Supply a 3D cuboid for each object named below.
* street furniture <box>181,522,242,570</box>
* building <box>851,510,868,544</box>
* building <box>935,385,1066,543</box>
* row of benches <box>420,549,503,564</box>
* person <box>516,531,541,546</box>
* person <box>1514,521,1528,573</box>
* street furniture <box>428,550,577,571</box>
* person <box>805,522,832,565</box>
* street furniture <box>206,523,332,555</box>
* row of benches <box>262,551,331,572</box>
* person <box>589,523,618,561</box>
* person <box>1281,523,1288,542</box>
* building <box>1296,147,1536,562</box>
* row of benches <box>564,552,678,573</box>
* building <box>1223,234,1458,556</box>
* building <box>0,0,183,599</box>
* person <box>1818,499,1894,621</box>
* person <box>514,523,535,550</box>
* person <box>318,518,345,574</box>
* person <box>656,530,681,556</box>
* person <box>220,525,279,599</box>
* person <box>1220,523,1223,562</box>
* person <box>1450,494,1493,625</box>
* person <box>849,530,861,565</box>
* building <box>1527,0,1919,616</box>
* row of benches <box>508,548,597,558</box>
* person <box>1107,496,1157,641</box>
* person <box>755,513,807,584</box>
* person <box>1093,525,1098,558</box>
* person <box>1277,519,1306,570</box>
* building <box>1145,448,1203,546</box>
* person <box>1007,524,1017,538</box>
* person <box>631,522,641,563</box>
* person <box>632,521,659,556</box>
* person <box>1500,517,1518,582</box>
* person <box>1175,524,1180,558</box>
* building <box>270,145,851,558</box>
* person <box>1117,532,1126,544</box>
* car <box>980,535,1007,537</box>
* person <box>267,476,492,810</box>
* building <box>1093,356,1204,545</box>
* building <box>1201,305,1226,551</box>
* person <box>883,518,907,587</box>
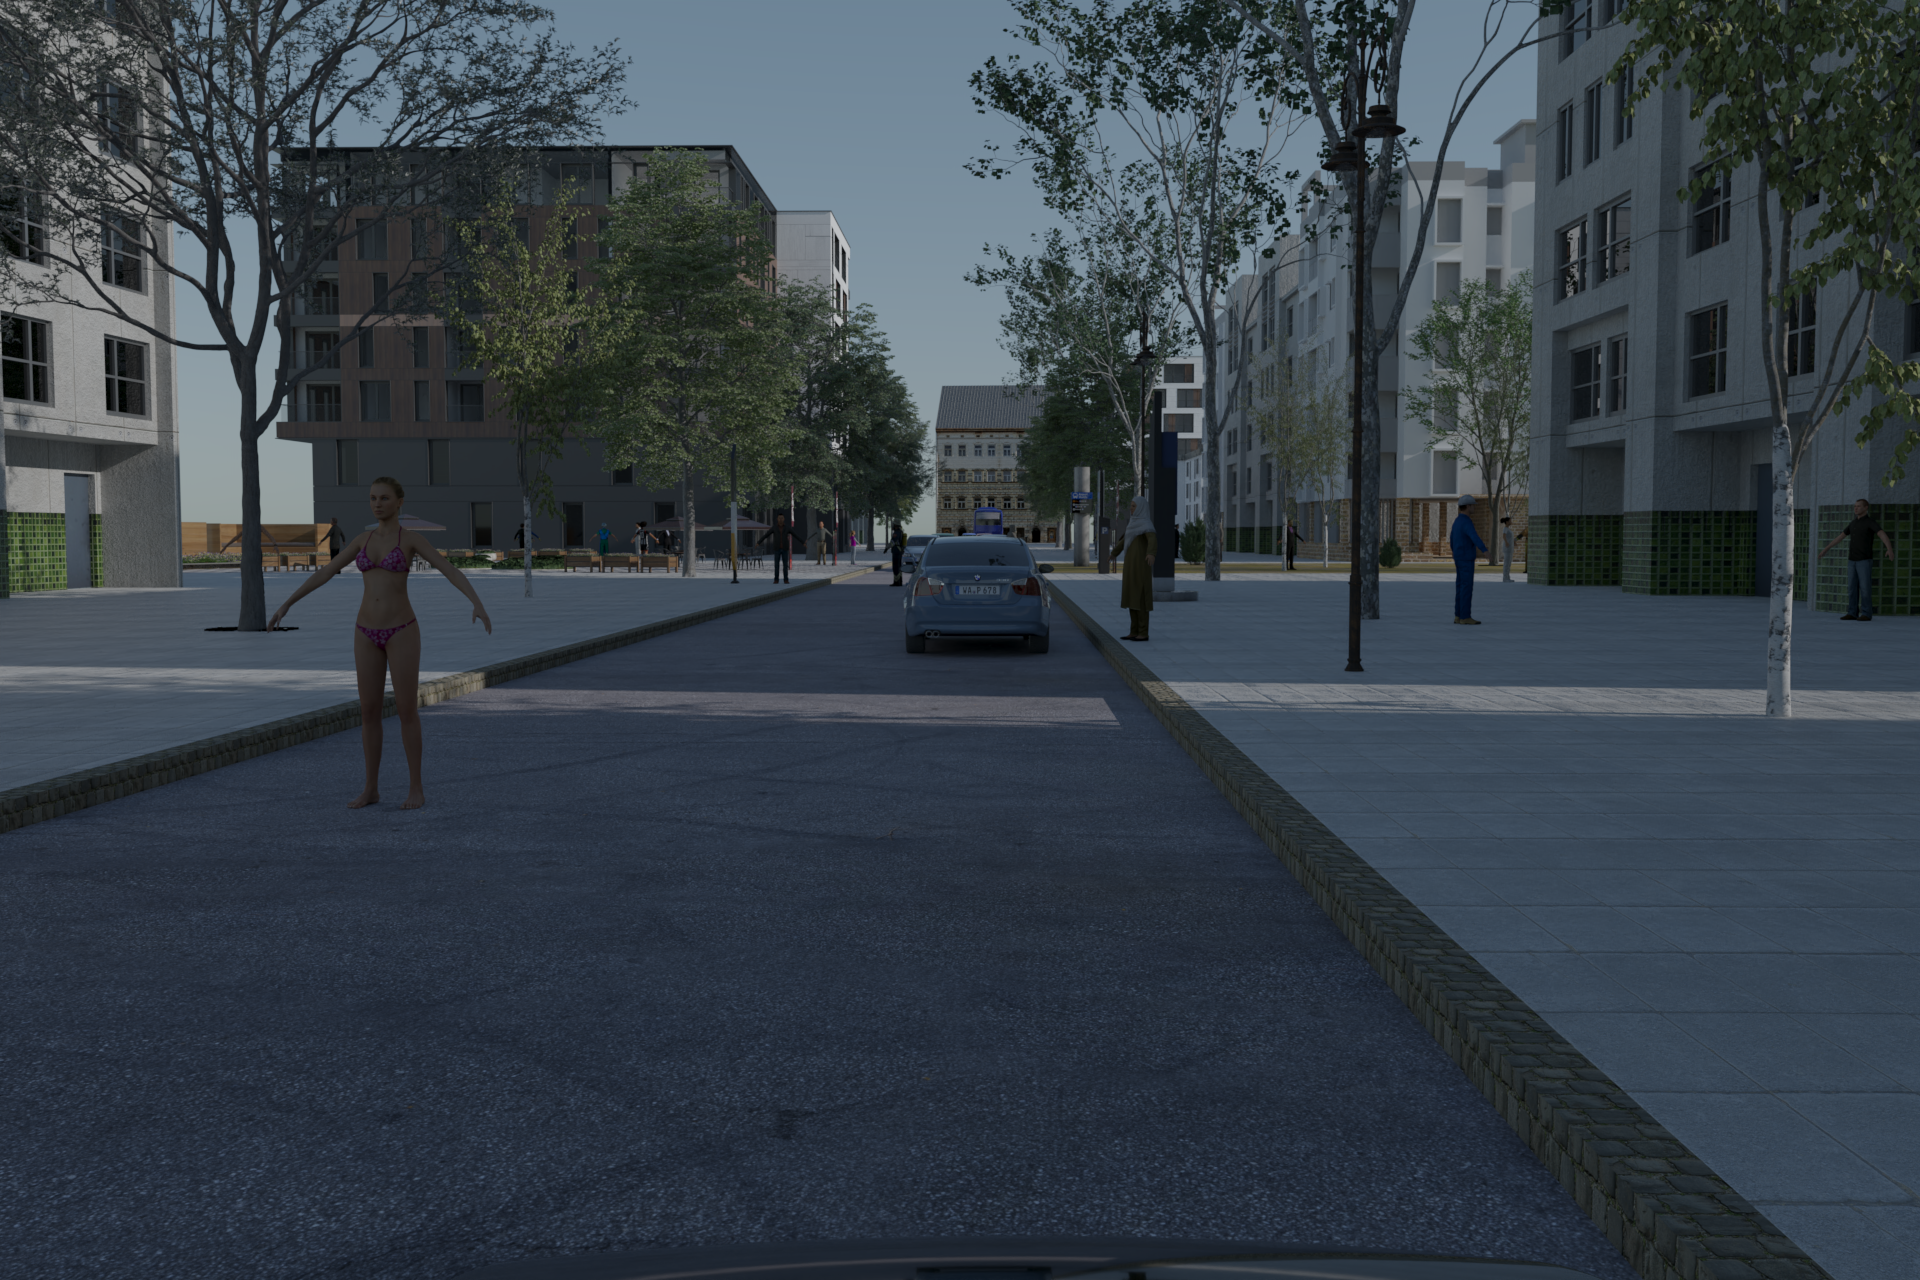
[{"bbox_3d":[-29.513,-3.481,63.762,9.812,1.723,11.010,1,4,16],"label":"street furniture"},{"bbox_3d":[-21.350,-21.653,220.485,16.747,18.905,31.486,0,4,2],"label":"building"},{"bbox_3d":[6.369,-25.717,253.858,18.063,23.208,19.493,0,4,5],"label":"building"},{"bbox_3d":[-20.937,-3.488,72.491,4.104,0.672,1.422,2,4,26],"label":"row of benches"},{"bbox_3d":[-21.582,-4.902,86.614,1.216,1.772,0.721,0,4,-8],"label":"person"},{"bbox_3d":[18.610,-3.101,56.462,1.354,1.858,0.705,0,4,-6],"label":"person"},{"bbox_3d":[-16.759,-3.071,65.831,5.734,0.657,10.072,0,4,-3],"label":"street furniture"},{"bbox_3d":[-5.773,-4.024,72.060,1.348,1.796,0.705,1,4,12],"label":"person"},{"bbox_3d":[-30.977,-4.183,75.241,11.010,1.723,9.812,0,4,0],"label":"street furniture"},{"bbox_3d":[-23.028,-2.711,59.790,1.422,0.672,4.104,1,4,19],"label":"row of benches"},{"bbox_3d":[-16.877,-4.647,82.098,1.347,1.817,0.704,-1,4,-20],"label":"person"},{"bbox_3d":[15.080,-4.513,79.636,0.705,1.847,1.347,2,4,30],"label":"person"},{"bbox_3d":[23.159,-14.368,91.335,16.016,20.090,11.380,0,4,2],"label":"building"},{"bbox_3d":[-11.397,-2.588,57.782,4.104,0.672,1.422,1,4,19],"label":"row of benches"},{"bbox_3d":[27.386,-14.943,110.775,16.747,18.905,31.486,0,4,1],"label":"building"},{"bbox_3d":[-27.470,-9.737,25.660,16.747,18.905,31.486,0,4,1],"label":"building"},{"bbox_3d":[13.305,-1.188,25.635,0.705,1.803,1.348,-1,4,-18],"label":"person"},{"bbox_3d":[-21.265,-4.779,84.321,1.347,1.806,0.705,2,4,31],"label":"person"},{"bbox_3d":[-19.942,-2.996,55.160,0.705,1.807,1.348,1,4,15],"label":"person"},{"bbox_3d":[-11.882,-3.898,70.453,0.721,1.740,1.216,3,5,45],"label":"person"},{"bbox_3d":[-12.737,-1.486,31.100,1.217,1.737,0.721,1,4,16],"label":"person"},{"bbox_3d":[11.874,-4.484,79.440,0.705,1.813,1.348,0,4,-5],"label":"person"},{"bbox_3d":[7.223,-1.149,24.664,0.705,1.842,1.347,0,4,-5],"label":"person"},{"bbox_3d":[-4.388,-3.843,72.093,0.599,1.433,0.991,-2,4,-30],"label":"person"},{"bbox_3d":[22.595,-9.883,28.040,16.747,18.905,31.486,0,4,1],"label":"building"},{"bbox_3d":[-17.633,-3.654,75.201,4.104,0.672,1.422,1,4,15],"label":"row of benches"},{"bbox_3d":[2.064,-0.858,20.798,0.721,1.736,1.217,-1,4,-19],"label":"person"},{"bbox_3d":[-4.618,-2.364,44.715,1.348,1.821,0.705,0,4,-6],"label":"person"},{"bbox_3d":[7.336,-5.231,91.488,0.705,1.833,1.349,-1,4,-15],"label":"person"},{"bbox_3d":[11.761,-3.392,61.678,1.346,1.802,0.704,-2,4,-33],"label":"person"},{"bbox_3d":[24.468,-14.757,183.425,9.099,9.664,28.070,0,4,1],"label":"building"},{"bbox_3d":[2.086,-3.655,68.338,0.705,1.813,1.348,-2,4,-24],"label":"person"},{"bbox_3d":[-14.368,-4.346,77.246,0.705,1.806,1.347,-2,4,-29],"label":"person"},{"bbox_3d":[-13.341,-4.101,73.191,1.345,1.843,0.704,2,4,25],"label":"person"},{"bbox_3d":[14.647,-2.402,46.052,0.721,1.739,1.217,2,4,29],"label":"person"},{"bbox_3d":[11.438,-5.213,91.167,0.705,1.837,1.347,-1,4,-12],"label":"person"},{"bbox_3d":[-22.102,-16.136,107.801,27.936,21.610,32.646,0,4,1],"label":"building"},{"bbox_3d":[6.023,-3.260,59.442,1.346,1.812,0.704,1,4,15],"label":"person"},{"bbox_3d":[1.415,-3.706,72.593,2.014,1.417,4.499,0,4,2],"label":"car"},{"bbox_3d":[-3.019,0.013,9.042,1.217,1.733,0.721,0,4,7],"label":"person"},{"bbox_3d":[30.376,-22.687,214.911,27.936,21.610,32.646,0,4,1],"label":"building"},{"bbox_3d":[24.781,-17.348,140.066,16.016,20.090,11.380,0,4,1],"label":"building"},{"bbox_3d":[-1.745,-2.395,47.394,0.705,1.856,1.354,1,4,19],"label":"person"}]
